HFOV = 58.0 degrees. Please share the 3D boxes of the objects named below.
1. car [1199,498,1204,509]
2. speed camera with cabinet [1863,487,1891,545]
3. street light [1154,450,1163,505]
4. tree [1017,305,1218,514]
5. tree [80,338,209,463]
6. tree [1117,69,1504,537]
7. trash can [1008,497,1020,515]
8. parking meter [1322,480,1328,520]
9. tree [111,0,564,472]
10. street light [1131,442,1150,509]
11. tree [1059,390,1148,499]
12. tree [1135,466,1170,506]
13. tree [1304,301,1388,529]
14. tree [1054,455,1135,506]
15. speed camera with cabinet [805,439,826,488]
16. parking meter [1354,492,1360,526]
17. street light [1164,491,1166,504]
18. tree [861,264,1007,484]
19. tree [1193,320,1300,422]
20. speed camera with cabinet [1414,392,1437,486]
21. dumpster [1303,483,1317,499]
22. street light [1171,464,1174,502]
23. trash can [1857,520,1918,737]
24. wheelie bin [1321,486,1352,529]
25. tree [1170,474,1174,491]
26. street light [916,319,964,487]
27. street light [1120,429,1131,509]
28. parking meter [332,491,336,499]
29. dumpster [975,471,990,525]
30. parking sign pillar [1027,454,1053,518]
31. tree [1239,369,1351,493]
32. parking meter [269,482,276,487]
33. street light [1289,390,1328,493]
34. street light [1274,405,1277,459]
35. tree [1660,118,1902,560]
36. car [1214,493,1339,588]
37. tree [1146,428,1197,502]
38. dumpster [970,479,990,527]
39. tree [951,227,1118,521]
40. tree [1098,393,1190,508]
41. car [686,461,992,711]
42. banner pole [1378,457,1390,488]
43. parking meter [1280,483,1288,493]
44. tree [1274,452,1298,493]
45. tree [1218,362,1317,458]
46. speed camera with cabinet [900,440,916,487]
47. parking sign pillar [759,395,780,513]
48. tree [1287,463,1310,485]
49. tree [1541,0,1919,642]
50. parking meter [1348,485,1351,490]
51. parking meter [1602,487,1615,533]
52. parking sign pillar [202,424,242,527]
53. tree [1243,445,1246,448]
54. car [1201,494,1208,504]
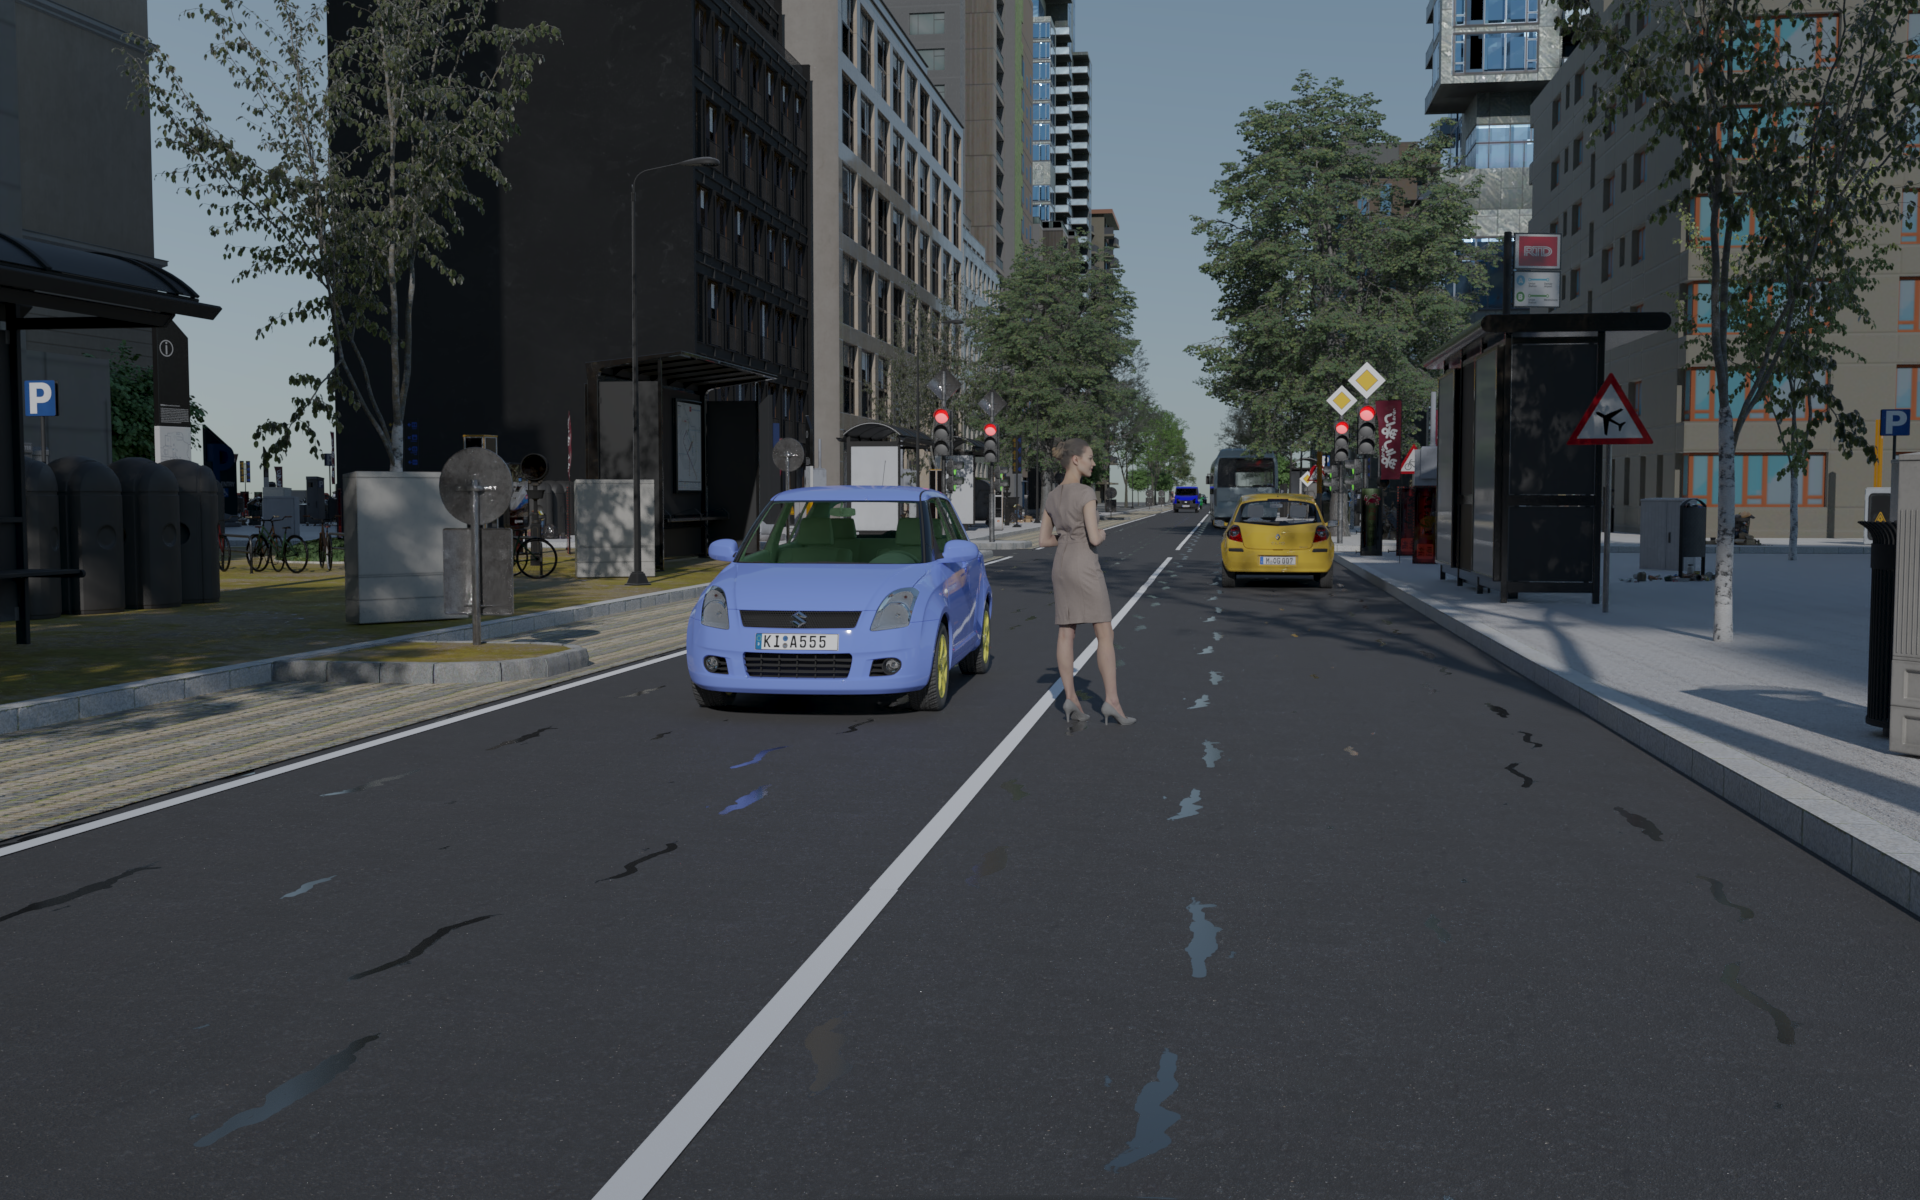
[{"bbox_3d":[22.086,-9.495,164.036,1.959,1.807,4.718,0,4,8],"label":"car"},{"bbox_3d":[23.413,-2.957,42.683,0.660,3.252,2.038,-2,4,-28],"label":"speed camera with cabinet"},{"bbox_3d":[20.296,-12.811,181.998,1.470,5.913,1.316,1,4,9],"label":"street light"},{"bbox_3d":[8.490,-12.361,112.469,12.009,13.543,11.850,0,3,0],"label":"tree"},{"bbox_3d":[-17.630,-3.233,36.576,4.285,4.588,4.351,0,3,0],"label":"tree"},{"bbox_3d":[11.426,-8.886,51.948,9.857,13.997,8.962,0,3,0],"label":"tree"},{"bbox_3d":[2.597,-4.520,85.555,0.748,1.137,0.748,0,3,0],"label":"trash can"},{"bbox_3d":[14.790,-3.951,70.310,0.255,1.863,0.399,1,4,10],"label":"parking meter"},{"bbox_3d":[-6.228,-4.156,18.312,4.360,8.622,3.978,0,3,0],"label":"tree"},{"bbox_3d":[15.730,-10.995,152.307,1.470,5.913,1.316,1,4,9],"label":"street light"},{"bbox_3d":[11.313,-12.405,137.238,7.601,10.594,8.767,-1,4,-22],"label":"tree"},{"bbox_3d":[19.598,-12.593,189.608,4.285,4.588,4.351,0,3,0],"label":"tree"},{"bbox_3d":[14.111,-6.898,63.137,4.360,8.622,3.978,0,3,0],"label":"tree"},{"bbox_3d":[7.073,-7.213,101.645,4.285,4.588,4.351,0,3,0],"label":"tree"},{"bbox_3d":[-5.566,-4.181,62.690,0.660,3.252,2.038,-2,4,-33],"label":"speed camera with cabinet"},{"bbox_3d":[15.888,-3.741,69.574,0.372,1.533,0.369,0,3,0],"label":"parking meter"},{"bbox_3d":[23.544,-14.164,204.130,1.470,5.913,1.316,1,4,9],"label":"street light"},{"bbox_3d":[-0.604,-6.493,56.528,4.360,8.622,3.978,0,3,0],"label":"tree"},{"bbox_3d":[30.675,-19.956,182.164,12.611,20.169,13.585,0,3,0],"label":"tree"},{"bbox_3d":[9.803,-2.382,33.288,2.038,3.252,0.660,3,5,40],"label":"speed camera with cabinet"},{"bbox_3d":[18.432,-5.142,89.831,1.264,1.857,1.865,1,4,9],"label":"dumpster"},{"bbox_3d":[28.199,-15.980,233.807,1.470,5.913,1.316,1,4,9],"label":"street light"},{"bbox_3d":[5.118,0.156,9.099,0.748,1.137,0.748,0,3,0],"label":"trash can"},{"bbox_3d":[11.728,-2.828,54.144,0.980,1.594,0.693,-1,4,-19],"label":"wheelie bin"},{"bbox_3d":[25.267,-14.463,220.185,4.285,4.588,4.351,0,3,0],"label":"tree"},{"bbox_3d":[-0.591,-4.509,46.255,1.470,5.913,1.316,1,4,9],"label":"street light"},{"bbox_3d":[11.048,-9.137,121.926,1.470,5.913,1.316,1,4,9],"label":"street light"},{"bbox_3d":[-43.881,-6.925,121.631,0.372,1.533,0.369,0,3,0],"label":"parking meter"},{"bbox_3d":[0.757,-4.255,72.055,1.502,2.255,1.985,1,4,9],"label":"dumpster"},{"bbox_3d":[4.262,-6.352,92.332,1.447,3.967,1.447,0,4,-5],"label":"parking sign pillar"},{"bbox_3d":[21.554,-10.828,111.451,7.601,10.594,8.767,0,4,5],"label":"tree"},{"bbox_3d":[-33.519,-4.817,84.461,0.255,1.863,0.399,-1,4,-12],"label":"parking meter"},{"bbox_3d":[12.031,-5.316,59.462,1.470,5.913,1.316,1,4,9],"label":"street light"},{"bbox_3d":[16.478,-7.134,89.189,1.470,5.913,1.316,1,4,9],"label":"street light"},{"bbox_3d":[15.898,-5.074,33.318,4.737,8.622,4.395,0,3,0],"label":"tree"},{"bbox_3d":[5.077,-1.076,27.811,2.015,1.641,3.980,1,4,10],"label":"car"},{"bbox_3d":[33.422,-21.962,276.082,9.611,12.733,9.660,0,3,0],"label":"tree"},{"bbox_3d":[0.758,-3.831,68.401,1.264,1.857,1.865,1,4,9],"label":"dumpster"},{"bbox_3d":[4.064,-10.820,83.565,9.857,13.997,8.962,0,3,0],"label":"tree"},{"bbox_3d":[15.528,-14.523,163.208,9.928,11.665,9.643,0,3,0],"label":"tree"},{"bbox_3d":[-0.776,-0.186,12.635,1.945,1.707,3.694,0,4,8],"label":"car"},{"bbox_3d":[19.158,-5.412,78.504,0.401,3.779,0.863,-3,4,-37],"label":"banner pole"},{"bbox_3d":[17.620,-5.420,94.327,0.255,1.863,0.399,-2,4,-35],"label":"parking meter"},{"bbox_3d":[25.582,-9.462,138.418,4.285,4.588,4.351,0,3,0],"label":"tree"},{"bbox_3d":[27.126,-14.646,149.834,12.009,13.543,11.850,0,3,0],"label":"tree"},{"bbox_3d":[-1.644,-4.229,63.478,0.660,3.252,2.038,-2,4,-31],"label":"speed camera with cabinet"},{"bbox_3d":[-5.534,-3.620,47.660,1.447,3.967,1.447,3,5,42],"label":"parking sign pillar"},{"bbox_3d":[20.704,-6.806,105.884,1.663,3.219,1.824,0,3,0],"label":"tree"},{"bbox_3d":[6.797,-3.931,14.640,4.360,8.622,3.978,0,3,0],"label":"tree"},{"bbox_3d":[21.073,-5.405,94.079,0.255,1.863,0.399,1,4,20],"label":"parking meter"},{"bbox_3d":[21.676,-3.027,57.899,0.372,1.533,0.369,0,3,0],"label":"parking meter"},{"bbox_3d":[-28.791,-4.829,67.420,1.447,3.967,1.447,1,4,22],"label":"parking sign pillar"},{"bbox_3d":[39.062,-18.776,225.107,7.486,12.596,7.792,0,3,0],"label":"tree"},{"bbox_3d":[34.474,-14.568,247.973,2.009,1.686,4.222,0,4,7],"label":"car"}]
